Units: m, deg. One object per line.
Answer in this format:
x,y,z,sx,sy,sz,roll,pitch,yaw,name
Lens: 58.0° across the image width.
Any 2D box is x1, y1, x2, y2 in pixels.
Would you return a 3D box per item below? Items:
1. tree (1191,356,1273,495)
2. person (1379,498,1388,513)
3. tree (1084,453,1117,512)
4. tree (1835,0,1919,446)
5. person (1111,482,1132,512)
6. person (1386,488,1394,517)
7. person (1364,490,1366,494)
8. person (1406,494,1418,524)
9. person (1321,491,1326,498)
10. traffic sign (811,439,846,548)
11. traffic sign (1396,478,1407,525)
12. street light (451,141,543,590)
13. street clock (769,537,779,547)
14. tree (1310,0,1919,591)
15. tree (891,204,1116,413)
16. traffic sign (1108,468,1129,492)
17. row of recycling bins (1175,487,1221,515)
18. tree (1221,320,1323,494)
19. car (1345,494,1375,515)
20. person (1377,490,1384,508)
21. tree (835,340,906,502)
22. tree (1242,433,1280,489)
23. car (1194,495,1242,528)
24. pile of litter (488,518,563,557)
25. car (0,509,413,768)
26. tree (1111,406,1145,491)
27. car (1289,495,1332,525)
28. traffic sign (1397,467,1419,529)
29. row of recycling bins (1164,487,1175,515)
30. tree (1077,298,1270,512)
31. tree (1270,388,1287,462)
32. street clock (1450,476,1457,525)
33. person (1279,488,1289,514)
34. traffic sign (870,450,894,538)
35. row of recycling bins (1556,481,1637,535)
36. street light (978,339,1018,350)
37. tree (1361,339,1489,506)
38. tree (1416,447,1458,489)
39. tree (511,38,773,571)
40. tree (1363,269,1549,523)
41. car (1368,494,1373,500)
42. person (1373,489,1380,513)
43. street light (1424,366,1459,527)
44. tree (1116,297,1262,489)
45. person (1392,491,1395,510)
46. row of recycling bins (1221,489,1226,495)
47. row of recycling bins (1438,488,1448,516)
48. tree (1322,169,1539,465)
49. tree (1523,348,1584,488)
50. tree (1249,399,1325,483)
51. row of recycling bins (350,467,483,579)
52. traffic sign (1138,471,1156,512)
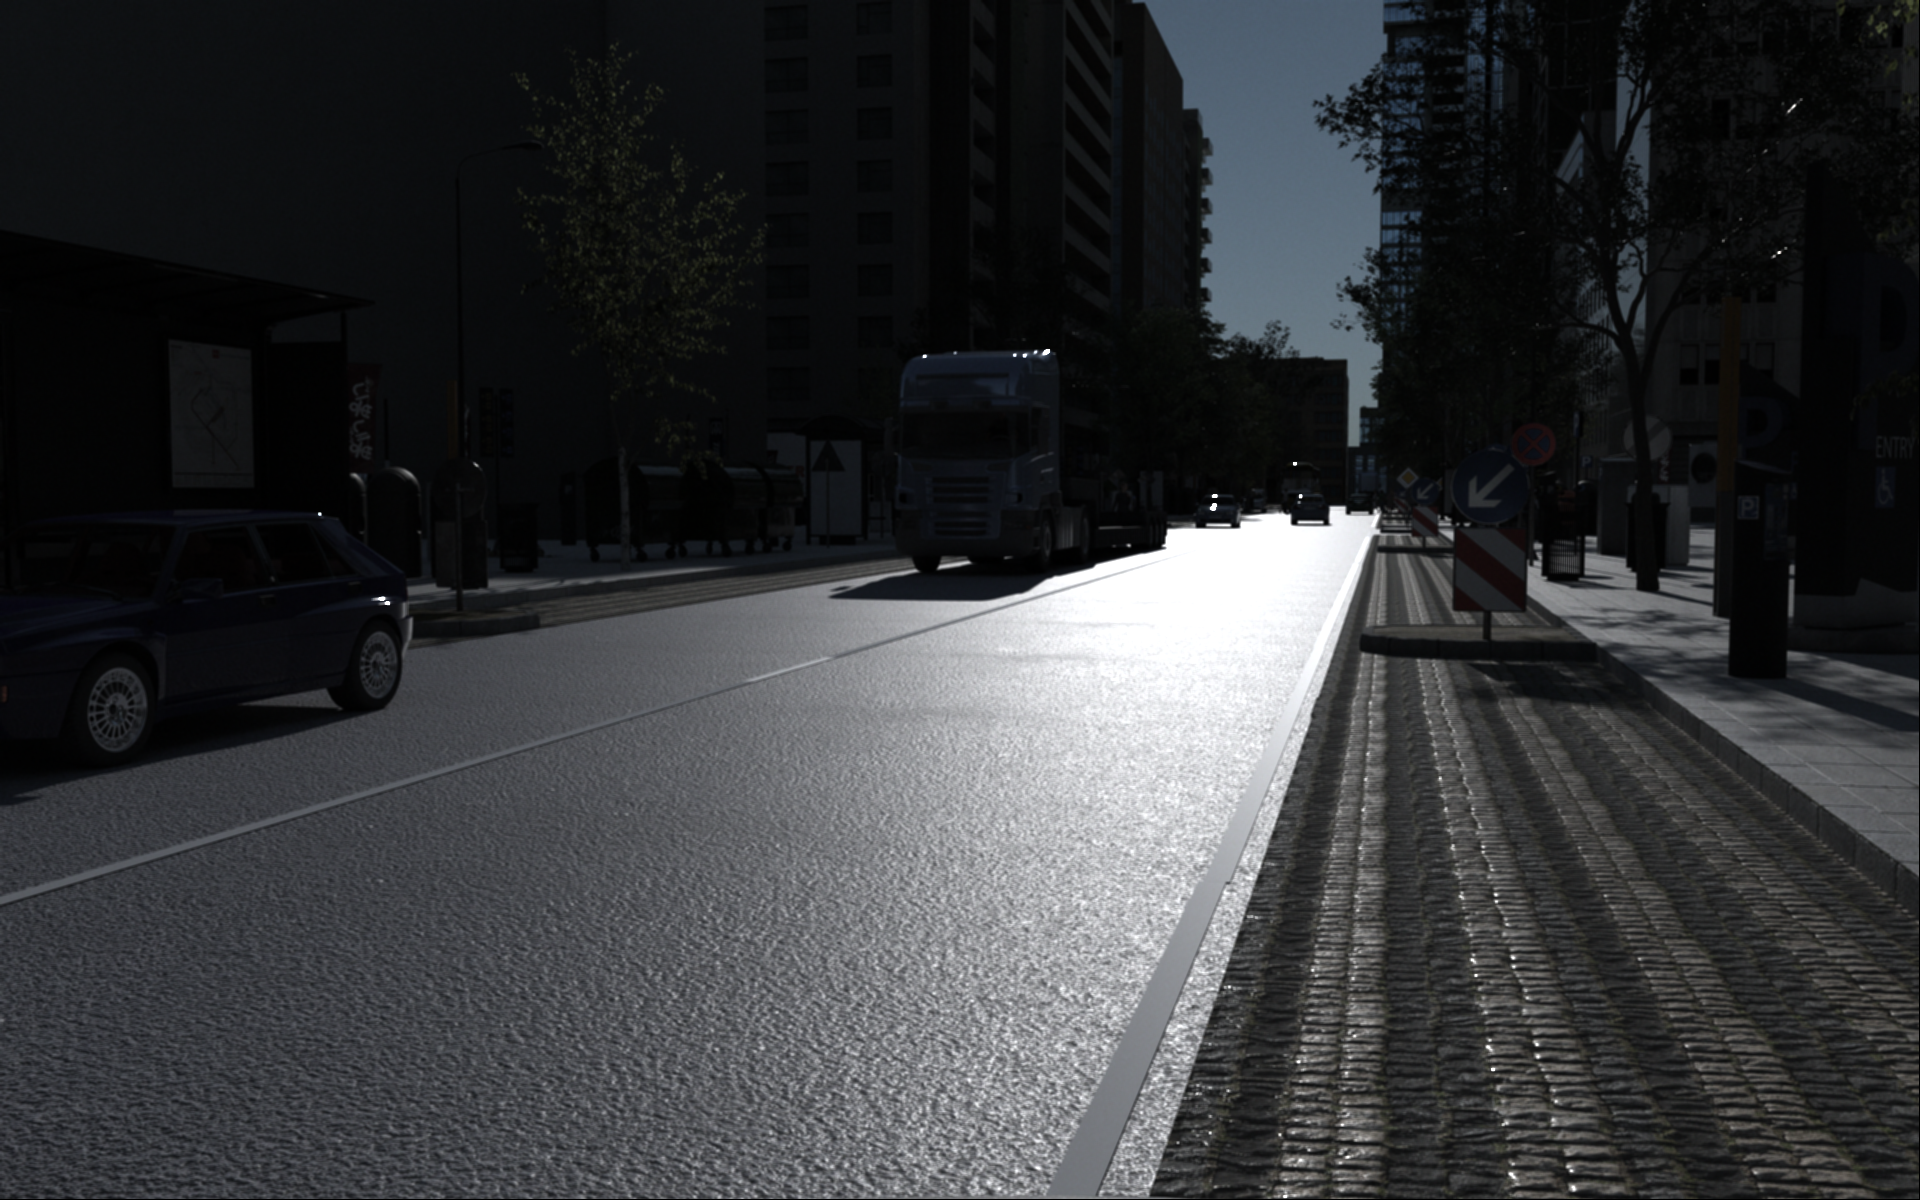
22.036,-13.760,143.103,7.486,12.596,7.792,0,3,0,tree
31.223,-6.965,127.884,0.738,1.151,1.012,-3,5,-43,person
6.911,-5.376,82.497,1.663,3.219,1.824,0,3,0,tree
6.393,-3.598,9.194,4.360,8.622,3.978,0,3,0,tree
4.605,-2.478,49.441,0.534,1.772,0.576,3,5,40,person
26.739,-6.037,107.553,0.599,1.781,0.374,-1,4,-18,person
40.056,-9.943,171.054,0.705,1.826,1.348,-1,4,-18,person
21.447,-4.467,81.886,0.721,1.781,0.623,-2,4,-30,person
37.314,-10.343,178.061,0.683,1.767,0.568,1,4,10,person
-3.108,-2.493,40.761,0.884,2.594,0.081,1,4,21,traffic sign
18.483,-4.169,71.810,0.795,2.450,0.064,1,4,14,traffic sign
-6.159,-3.090,23.058,1.470,5.913,1.316,1,4,14,street light
-4.547,-2.301,42.184,0.471,2.002,0.358,-2,4,-30,street clock
9.184,-5.423,23.073,8.767,10.594,7.601,0,4,1,tree
1.329,-7.488,56.836,8.767,10.594,7.601,2,4,27,tree
6.093,-3.854,66.653,0.795,2.450,0.064,1,4,14,traffic sign
16.132,-6.808,118.416,3.534,1.692,1.069,-3,5,-43,row of recycling bins
34.067,-20.221,186.507,12.611,20.169,13.585,0,3,0,tree
28.287,-6.774,122.560,2.131,1.459,4.920,1,4,14,car
33.981,-8.003,139.603,0.600,1.795,0.529,-1,4,-18,person
-3.777,-8.049,81.963,4.737,8.622,4.395,0,3,0,tree
28.551,-13.170,165.690,4.360,8.622,3.978,0,3,0,tree
11.195,-3.851,74.966,2.014,1.417,4.499,1,4,12,car
-9.016,-1.308,35.350,1.719,0.858,1.176,1,4,17,pile of litter
-4.976,0.132,10.427,1.945,1.354,3.894,1,4,13,car
13.493,-11.729,142.126,4.737,8.622,4.395,0,3,0,tree
16.561,-4.272,81.848,2.014,1.417,4.499,1,4,13,car
16.570,-3.695,64.057,0.795,2.450,0.064,1,4,14,traffic sign
12.584,-6.434,112.311,1.069,1.692,3.534,2,4,29,row of recycling bins
10.004,-10.135,91.469,9.928,11.665,9.643,0,3,0,tree
25.448,-14.068,155.774,9.928,11.665,9.643,0,3,0,tree
20.303,-4.072,71.152,0.358,2.002,0.471,2,4,25,street clock
23.034,-7.014,123.032,0.795,1.843,0.661,1,4,16,person
-2.264,-3.060,50.139,0.768,2.556,0.104,1,4,23,traffic sign
19.966,-2.889,54.351,1.069,1.692,3.534,-3,5,-44,row of recycling bins
1.054,-4.874,52.234,1.470,5.913,1.316,1,4,14,street light
35.828,-13.865,133.344,9.857,13.997,8.962,0,3,0,tree
33.620,-8.416,121.311,4.285,4.588,4.351,0,3,0,tree
-5.459,-4.779,28.499,4.360,8.622,3.978,0,3,0,tree
22.231,-9.282,77.510,9.928,11.665,9.643,0,3,0,tree
42.735,-10.546,182.216,2.009,1.686,4.222,1,4,16,car
30.376,-7.204,126.632,0.624,1.780,0.694,3,5,41,person
17.738,-5.533,63.012,1.470,5.913,1.316,1,4,14,street light
14.515,-12.558,111.985,9.857,13.997,8.962,0,3,0,tree
38.112,-8.741,152.349,0.436,1.711,0.756,1,4,19,person
21.453,-8.417,144.735,1.069,1.692,3.534,1,4,23,row of recycling bins
30.649,-6.133,107.379,1.069,1.692,3.534,0,4,-7,row of recycling bins
28.524,-15.143,103.479,12.611,20.169,13.585,0,3,0,tree
29.231,-8.194,84.330,4.360,8.622,3.978,0,3,0,tree
40.203,-18.706,216.205,12.009,13.543,11.850,0,3,0,tree
-9.081,-1.194,26.633,3.534,1.692,1.069,0,4,1,row of recycling bins
8.007,-4.328,74.407,0.795,2.450,0.064,1,4,14,traffic sign
